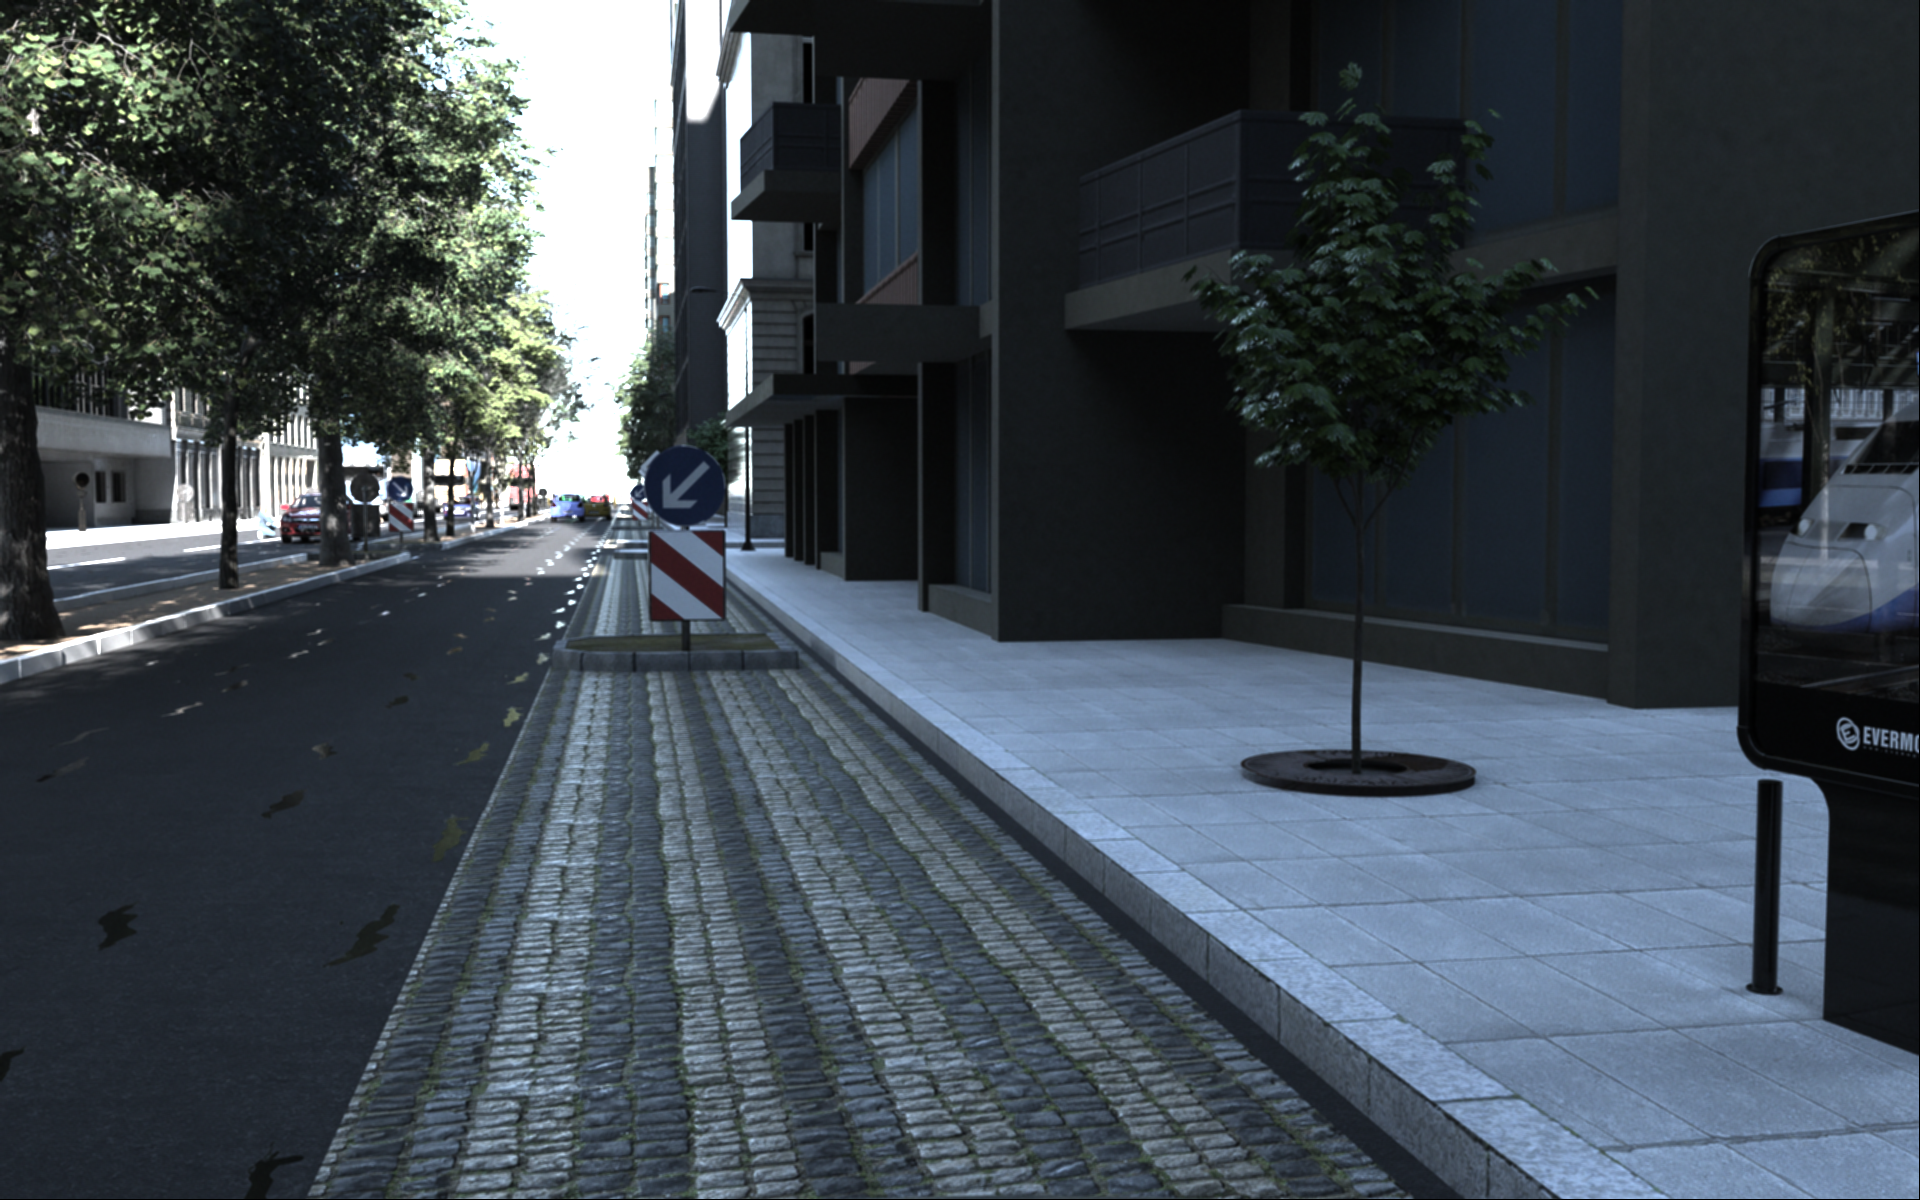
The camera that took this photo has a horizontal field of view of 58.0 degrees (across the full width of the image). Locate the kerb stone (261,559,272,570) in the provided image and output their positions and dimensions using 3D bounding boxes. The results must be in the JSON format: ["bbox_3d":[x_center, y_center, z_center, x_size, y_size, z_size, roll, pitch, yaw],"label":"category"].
[{"bbox_3d":[-13.189,-0.641,32.671,0.120,0.150,1.000,-1,4,-11],"label":"kerb stone"}]

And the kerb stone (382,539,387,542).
[{"bbox_3d":[-16.184,-1.597,48.309,0.120,0.150,1.000,-1,4,-11],"label":"kerb stone"}]

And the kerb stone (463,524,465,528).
[{"bbox_3d":[-20.630,-3.013,71.480,0.120,0.150,1.000,-1,4,-11],"label":"kerb stone"}]

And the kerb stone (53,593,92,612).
[{"bbox_3d":[-11.074,0.048,21.601,0.120,0.150,1.000,-1,4,-11],"label":"kerb stone"}]

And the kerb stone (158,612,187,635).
[{"bbox_3d":[-8.234,0.261,17.968,0.120,0.150,1.000,-1,4,-11],"label":"kerb stone"}]

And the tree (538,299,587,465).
[{"bbox_3d":[-17.215,-7.406,57.950,8.767,10.594,7.601,-1,4,-11],"label":"tree"}]

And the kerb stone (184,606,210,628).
[{"bbox_3d":[-8.428,0.197,18.976,0.120,0.150,1.000,-1,4,-11],"label":"kerb stone"}]

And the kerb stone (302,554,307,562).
[{"bbox_3d":[-13.961,-0.888,36.711,0.120,0.150,1.000,-1,4,-11],"label":"kerb stone"}]

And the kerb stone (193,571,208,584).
[{"bbox_3d":[-12.223,-0.333,27.642,0.120,0.150,1.000,-1,4,-11],"label":"kerb stone"}]

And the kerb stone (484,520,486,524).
[{"bbox_3d":[-22.554,-3.625,81.537,0.120,0.150,1.000,-1,4,-11],"label":"kerb stone"}]

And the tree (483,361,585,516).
[{"bbox_3d":[-28.274,-11.384,114.333,9.928,11.665,9.643,0,3,0],"label":"tree"}]

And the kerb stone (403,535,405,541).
[{"bbox_3d":[-16.961,-1.844,52.339,0.120,0.150,1.000,-1,4,-11],"label":"kerb stone"}]

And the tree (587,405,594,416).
[{"bbox_3d":[-26.384,-10.302,105.310,8.767,10.594,7.601,-1,4,-11],"label":"tree"}]

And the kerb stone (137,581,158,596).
[{"bbox_3d":[-11.643,-0.148,24.621,0.120,0.150,1.000,-1,4,-11],"label":"kerb stone"}]

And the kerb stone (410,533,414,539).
[{"bbox_3d":[-17.346,-1.967,54.356,0.120,0.150,1.000,-1,4,-11],"label":"kerb stone"}]

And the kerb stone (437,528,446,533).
[{"bbox_3d":[-19.283,-2.584,64.441,0.120,0.150,1.000,-1,4,-11],"label":"kerb stone"}]

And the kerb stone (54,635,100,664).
[{"bbox_3d":[-7.662,0.443,14.954,0.120,0.150,1.000,-1,4,-11],"label":"kerb stone"}]

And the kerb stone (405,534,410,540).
[{"bbox_3d":[-17.152,-1.905,53.353,0.120,0.150,1.000,-1,4,-11],"label":"kerb stone"}]

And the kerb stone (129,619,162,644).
[{"bbox_3d":[-8.037,0.325,16.965,0.120,0.150,1.000,-1,4,-11],"label":"kerb stone"}]

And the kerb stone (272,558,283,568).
[{"bbox_3d":[-13.387,-0.703,33.690,0.120,0.150,1.000,-1,4,-11],"label":"kerb stone"}]

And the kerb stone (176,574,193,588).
[{"bbox_3d":[-12.024,-0.264,26.640,0.120,0.150,1.000,-1,4,-11],"label":"kerb stone"}]

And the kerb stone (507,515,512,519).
[{"bbox_3d":[-26.033,-4.739,99.671,0.120,0.150,1.000,-1,4,-11],"label":"kerb stone"}]

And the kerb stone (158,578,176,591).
[{"bbox_3d":[-11.838,-0.209,25.634,0.120,0.150,1.000,-1,4,-11],"label":"kerb stone"}]

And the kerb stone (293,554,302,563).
[{"bbox_3d":[-13.776,-0.826,35.702,0.120,0.150,1.000,-1,4,-11],"label":"kerb stone"}]

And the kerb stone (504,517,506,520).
[{"bbox_3d":[-25.065,-4.431,94.643,0.120,0.150,1.000,-1,4,-11],"label":"kerb stone"}]

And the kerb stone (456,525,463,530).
[{"bbox_3d":[-20.435,-2.948,70.472,0.120,0.150,1.000,-1,4,-11],"label":"kerb stone"}]

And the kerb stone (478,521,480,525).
[{"bbox_3d":[-21.984,-3.441,78.524,0.120,0.150,1.000,-1,4,-11],"label":"kerb stone"}]

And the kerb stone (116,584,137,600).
[{"bbox_3d":[-11.454,-0.086,23.610,0.120,0.150,1.000,-1,4,-11],"label":"kerb stone"}]

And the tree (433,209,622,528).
[{"bbox_3d":[-19.673,-9.735,71.990,12.009,13.543,11.850,0,3,0],"label":"tree"}]

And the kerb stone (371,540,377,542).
[{"bbox_3d":[-15.801,-1.465,46.298,0.120,0.150,1.000,-1,4,-11],"label":"kerb stone"}]

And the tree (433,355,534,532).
[{"bbox_3d":[-18.073,-6.802,64.025,4.360,8.622,3.978,0,3,0],"label":"tree"}]

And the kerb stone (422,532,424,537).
[{"bbox_3d":[-17.926,-2.152,57.385,0.120,0.150,1.000,-1,4,-11],"label":"kerb stone"}]

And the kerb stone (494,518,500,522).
[{"bbox_3d":[-24.684,-4.308,92.631,0.120,0.150,1.000,-1,4,-11],"label":"kerb stone"}]

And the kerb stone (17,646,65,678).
[{"bbox_3d":[-7.460,0.511,13.952,0.120,0.150,1.000,-1,4,-11],"label":"kerb stone"}]

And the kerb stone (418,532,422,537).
[{"bbox_3d":[-17.733,-2.090,56.375,0.120,0.150,1.000,-1,4,-11],"label":"kerb stone"}]

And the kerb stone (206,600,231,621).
[{"bbox_3d":[-8.624,0.135,19.993,0.120,0.150,1.000,-1,4,-11],"label":"kerb stone"}]

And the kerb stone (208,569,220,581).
[{"bbox_3d":[-12.411,-0.395,28.647,0.120,0.150,1.000,-1,4,-11],"label":"kerb stone"}]

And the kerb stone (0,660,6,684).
[{"bbox_3d":[-7.276,0.566,12.947,0.120,0.150,1.000,-1,4,-11],"label":"kerb stone"}]

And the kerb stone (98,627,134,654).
[{"bbox_3d":[-7.845,0.382,15.960,0.120,0.150,1.000,-1,4,-11],"label":"kerb stone"}]

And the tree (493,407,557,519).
[{"bbox_3d":[-24.662,-8.849,97.507,4.737,8.622,4.395,0,3,0],"label":"tree"}]

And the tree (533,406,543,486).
[{"bbox_3d":[-21.297,-7.794,80.248,4.360,8.622,3.978,0,3,0],"label":"tree"}]

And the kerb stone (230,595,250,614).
[{"bbox_3d":[-8.808,0.073,21.004,0.120,0.150,1.000,-1,4,-11],"label":"kerb stone"}]

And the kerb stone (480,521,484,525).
[{"bbox_3d":[-22.359,-3.568,80.534,0.120,0.150,1.000,-1,4,-11],"label":"kerb stone"}]

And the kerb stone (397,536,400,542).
[{"bbox_3d":[-16.769,-1.782,51.332,0.120,0.150,1.000,-1,4,-11],"label":"kerb stone"}]

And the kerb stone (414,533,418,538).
[{"bbox_3d":[-17.534,-2.026,55.367,0.120,0.150,1.000,-1,4,-11],"label":"kerb stone"}]

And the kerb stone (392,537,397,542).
[{"bbox_3d":[-16.571,-1.717,50.324,0.120,0.150,1.000,-1,4,-11],"label":"kerb stone"}]

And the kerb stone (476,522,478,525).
[{"bbox_3d":[-21.782,-3.383,77.508,0.120,0.150,1.000,-1,4,-11],"label":"kerb stone"}]

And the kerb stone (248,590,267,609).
[{"bbox_3d":[-9.007,0.012,22.007,0.120,0.150,1.000,-1,4,-11],"label":"kerb stone"}]

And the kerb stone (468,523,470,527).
[{"bbox_3d":[-21.011,-3.135,73.492,0.120,0.150,1.000,-1,4,-11],"label":"kerb stone"}]

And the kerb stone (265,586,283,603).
[{"bbox_3d":[-9.196,-0.050,23.012,0.120,0.150,1.000,-1,4,-11],"label":"kerb stone"}]

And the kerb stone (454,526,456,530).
[{"bbox_3d":[-19.855,-2.768,67.459,0.120,0.150,1.000,-1,4,-11],"label":"kerb stone"}]

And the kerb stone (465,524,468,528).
[{"bbox_3d":[-20.816,-3.075,72.488,0.120,0.150,1.000,-1,4,-11],"label":"kerb stone"}]

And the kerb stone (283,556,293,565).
[{"bbox_3d":[-13.580,-0.761,34.694,0.120,0.150,1.000,-1,4,-11],"label":"kerb stone"}]

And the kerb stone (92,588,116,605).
[{"bbox_3d":[-11.261,-0.025,22.606,0.120,0.150,1.000,-1,4,-11],"label":"kerb stone"}]

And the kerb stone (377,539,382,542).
[{"bbox_3d":[-15.996,-1.531,47.305,0.120,0.150,1.000,-1,4,-11],"label":"kerb stone"}]

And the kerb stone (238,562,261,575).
[{"bbox_3d":[-12.998,-0.579,31.663,0.120,0.150,1.000,-1,4,-11],"label":"kerb stone"}]

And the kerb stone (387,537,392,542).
[{"bbox_3d":[-16.378,-1.656,49.320,0.120,0.150,1.000,-1,4,-11],"label":"kerb stone"}]

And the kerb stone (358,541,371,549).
[{"bbox_3d":[-15.612,-1.412,45.290,0.120,0.150,1.000,-1,4,-11],"label":"kerb stone"}]
